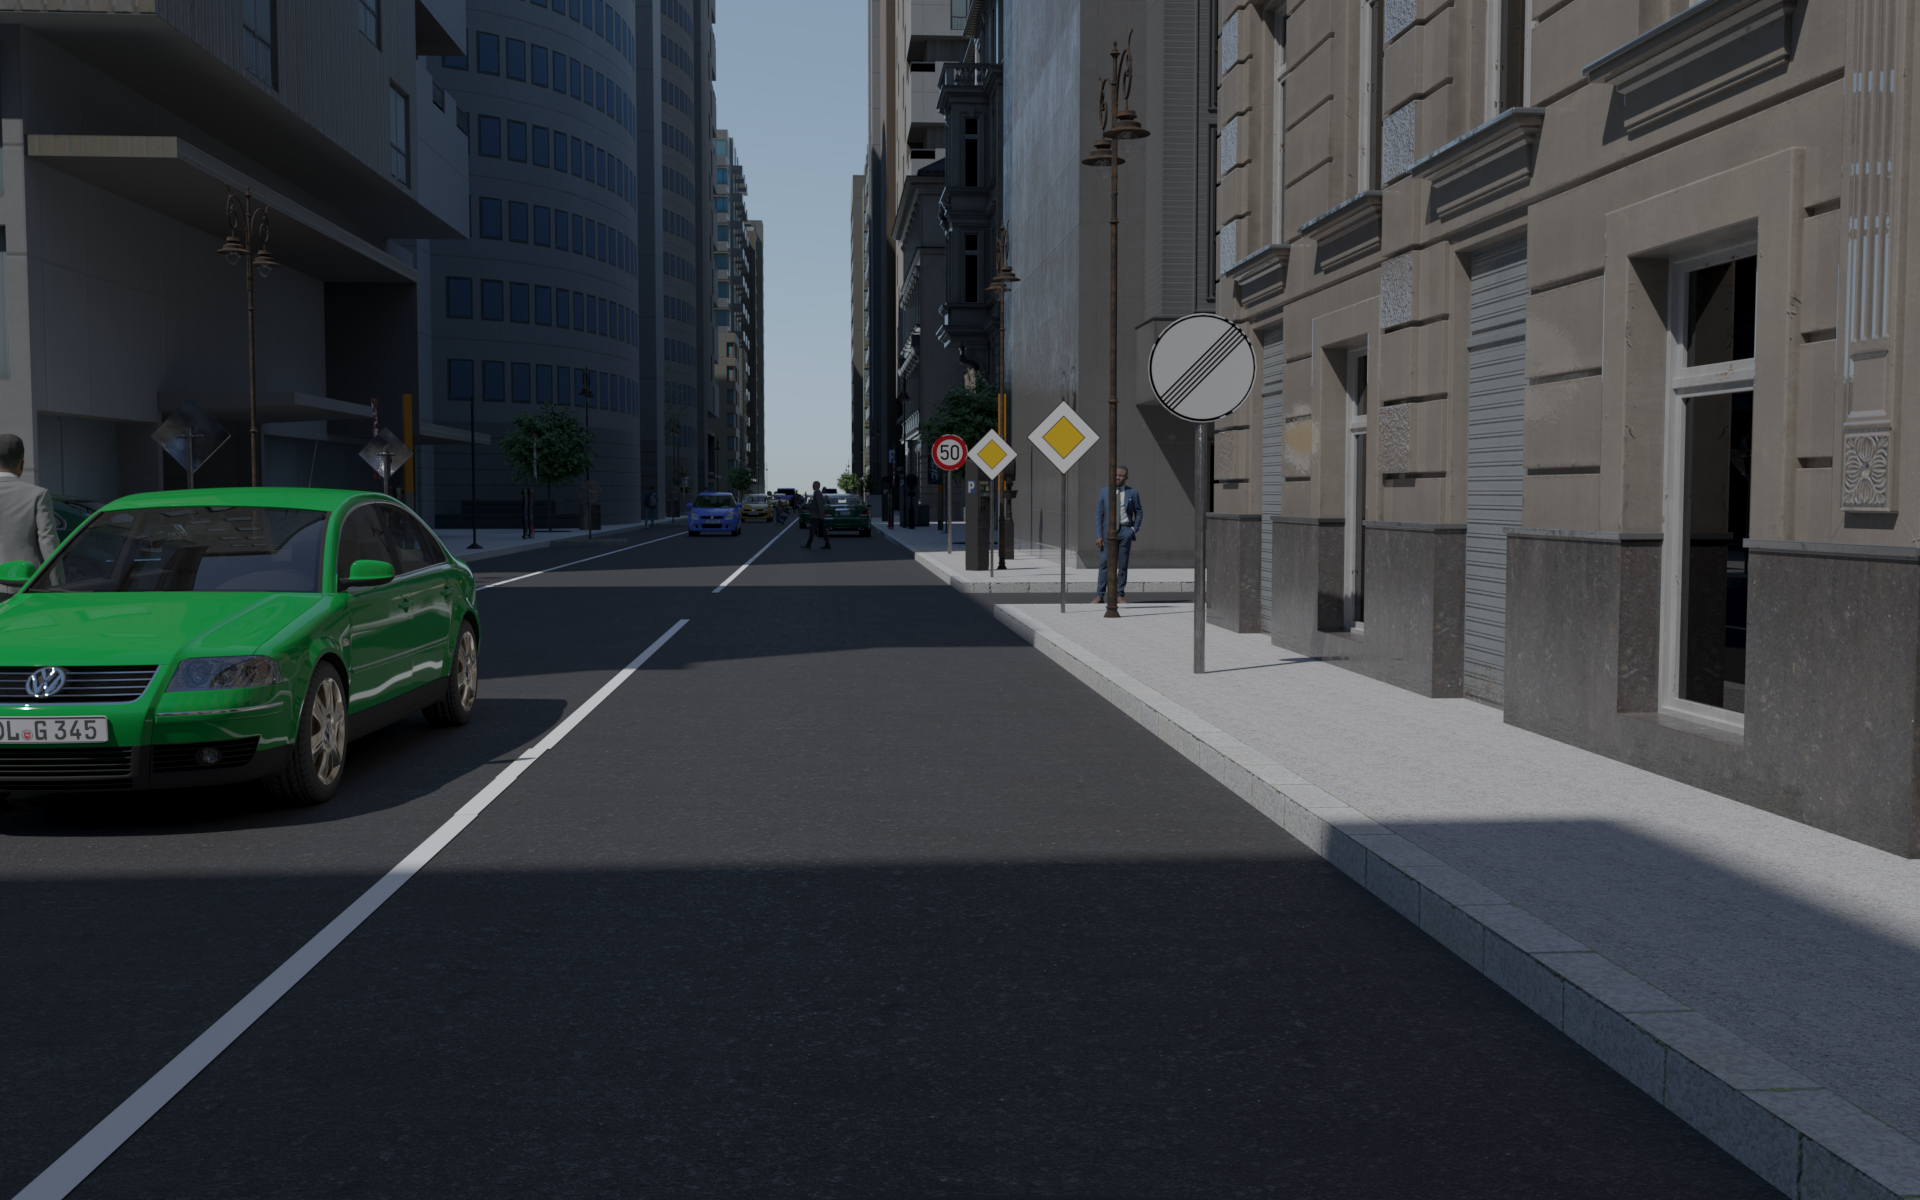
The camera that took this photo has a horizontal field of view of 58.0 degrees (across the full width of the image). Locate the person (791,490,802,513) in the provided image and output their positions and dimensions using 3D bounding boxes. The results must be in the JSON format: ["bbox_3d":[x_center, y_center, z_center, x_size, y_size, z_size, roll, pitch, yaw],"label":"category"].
[{"bbox_3d":[-12.644,-7.621,133.652,0.990,1.755,0.434,-2,4,-27],"label":"person"}]

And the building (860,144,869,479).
[{"bbox_3d":[-0.126,-36.109,209.988,23.786,49.044,30.456,0,4,-4],"label":"building"}]

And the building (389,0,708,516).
[{"bbox_3d":[-30.288,-35.807,127.441,21.231,58.520,28.212,0,4,-4],"label":"building"}]

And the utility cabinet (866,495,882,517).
[{"bbox_3d":[-4.638,-5.153,95.405,1.020,1.237,0.306,0,4,-3],"label":"utility cabinet"}]

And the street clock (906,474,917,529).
[{"bbox_3d":[-1.774,-3.601,63.451,0.358,2.002,0.471,-2,4,-24],"label":"street clock"}]

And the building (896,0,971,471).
[{"bbox_3d":[9.451,-32.501,120.635,28.713,52.752,27.495,0,4,-4],"label":"building"}]

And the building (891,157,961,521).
[{"bbox_3d":[1.997,-13.902,91.925,10.561,19.102,19.286,0,4,-4],"label":"building"}]

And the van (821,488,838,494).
[{"bbox_3d":[-14.273,-11.248,188.285,2.240,2.365,5.245,0,4,-6],"label":"van"}]

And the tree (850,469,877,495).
[{"bbox_3d":[-6.415,-7.879,123.431,1.663,3.219,1.824,0,3,0],"label":"tree"}]

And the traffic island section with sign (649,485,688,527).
[{"bbox_3d":[-12.466,-4.089,75.480,1.989,1.847,2.006,0,4,-4],"label":"traffic island section with sign"}]

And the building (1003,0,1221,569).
[{"bbox_3d":[16.438,-13.226,35.317,30.058,24.678,14.314,0,4,-4],"label":"building"}]

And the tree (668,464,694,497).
[{"bbox_3d":[-17.425,-7.023,109.427,1.663,3.219,1.824,0,3,0],"label":"tree"}]

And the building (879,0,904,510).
[{"bbox_3d":[0.662,-30.049,141.417,14.600,45.320,14.200,0,4,-4],"label":"building"}]

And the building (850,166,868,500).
[{"bbox_3d":[-4.914,-38.313,250.120,21.300,48.544,21.600,0,4,-4],"label":"building"}]

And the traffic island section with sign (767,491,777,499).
[{"bbox_3d":[-24.816,-13.806,234.350,1.989,1.847,2.006,0,4,-4],"label":"traffic island section with sign"}]

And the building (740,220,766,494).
[{"bbox_3d":[-35.628,-34.696,250.865,14.154,41.232,14.086,0,4,-4],"label":"building"}]

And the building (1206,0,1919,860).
[{"bbox_3d":[9.015,-12.695,4.830,12.463,27.353,25.104,0,4,-4],"label":"building"}]

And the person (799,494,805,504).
[{"bbox_3d":[-11.125,-6.753,122.152,0.421,1.427,0.697,-3,5,-41],"label":"person"}]

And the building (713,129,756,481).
[{"bbox_3d":[-39.306,-37.213,228.045,23.786,49.044,30.456,0,4,-4],"label":"building"}]

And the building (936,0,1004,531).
[{"bbox_3d":[6.430,-15.036,64.925,14.460,24.649,34.723,0,4,-4],"label":"building"}]

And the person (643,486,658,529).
[{"bbox_3d":[-12.703,-3.812,71.172,0.623,1.781,0.721,0,4,-7],"label":"person"}]

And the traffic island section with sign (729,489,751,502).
[{"bbox_3d":[-16.335,-7.138,125.337,1.989,1.847,2.006,0,4,-4],"label":"traffic island section with sign"}]

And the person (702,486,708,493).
[{"bbox_3d":[-12.506,-4.689,85.262,0.391,1.810,0.635,-3,5,-45],"label":"person"}]

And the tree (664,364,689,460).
[{"bbox_3d":[-16.660,-8.779,93.894,4.360,8.622,3.978,0,3,0],"label":"tree"}]

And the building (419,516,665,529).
[{"bbox_3d":[-24.650,-32.495,73.290,21.231,58.520,28.212,0,4,-4],"label":"building"}]

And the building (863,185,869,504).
[{"bbox_3d":[-5.978,-33.546,232.069,14.154,41.232,14.086,0,4,-4],"label":"building"}]

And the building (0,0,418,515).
[{"bbox_3d":[-26.738,-27.411,37.410,28.713,52.752,27.495,0,4,-4],"label":"building"}]

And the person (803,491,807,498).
[{"bbox_3d":[-17.905,-11.753,201.367,1.217,1.736,0.721,-2,4,-24],"label":"person"}]

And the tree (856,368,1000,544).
[{"bbox_3d":[0.448,-3.730,44.705,4.285,4.588,4.351,0,3,0],"label":"tree"}]

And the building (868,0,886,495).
[{"bbox_3d":[1.911,-37.941,162.341,21.231,58.520,28.212,0,4,-4],"label":"building"}]

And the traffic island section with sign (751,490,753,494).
[{"bbox_3d":[-18.466,-8.806,152.602,1.989,1.847,2.006,0,4,-4],"label":"traffic island section with sign"}]

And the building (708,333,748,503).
[{"bbox_3d":[-38.970,-21.661,199.200,27.650,21.520,28.899,0,4,-4],"label":"building"}]

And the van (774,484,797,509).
[{"bbox_3d":[-16.321,-9.704,163.041,2.240,2.365,5.245,0,4,-3],"label":"van"}]

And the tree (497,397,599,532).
[{"bbox_3d":[-13.969,-4.591,58.784,4.285,4.588,4.351,0,3,0],"label":"tree"}]

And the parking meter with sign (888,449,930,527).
[{"bbox_3d":[-1.971,-4.381,67.882,1.738,3.016,0.543,-3,5,-40],"label":"parking meter with sign"}]

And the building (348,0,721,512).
[{"bbox_3d":[-35.932,-34.633,155.491,28.713,52.752,27.495,0,4,-4],"label":"building"}]

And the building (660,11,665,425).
[{"bbox_3d":[-26.029,-27.941,106.944,14.600,45.320,14.200,0,4,-4],"label":"building"}]

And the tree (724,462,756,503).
[{"bbox_3d":[-22.534,-11.862,177.656,4.285,4.588,4.351,0,3,0],"label":"tree"}]

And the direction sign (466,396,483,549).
[{"bbox_3d":[-11.383,-2.968,40.517,0.379,3.537,0.876,-1,4,-18],"label":"direction sign"}]

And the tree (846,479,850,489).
[{"bbox_3d":[-12.445,-12.430,197.837,1.663,3.219,1.824,0,3,0],"label":"tree"}]

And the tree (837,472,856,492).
[{"bbox_3d":[-14.719,-14.997,228.915,4.285,4.588,4.351,0,3,0],"label":"tree"}]

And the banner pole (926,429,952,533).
[{"bbox_3d":[-0.677,-4.077,56.674,0.863,3.779,0.401,1,4,9],"label":"banner pole"}]

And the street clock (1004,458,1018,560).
[{"bbox_3d":[0.963,-1.790,33.841,0.358,2.002,0.471,0,4,6],"label":"street clock"}]

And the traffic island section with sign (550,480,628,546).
[{"bbox_3d":[-10.380,-2.445,48.605,1.989,1.847,2.006,0,4,-4],"label":"traffic island section with sign"}]
